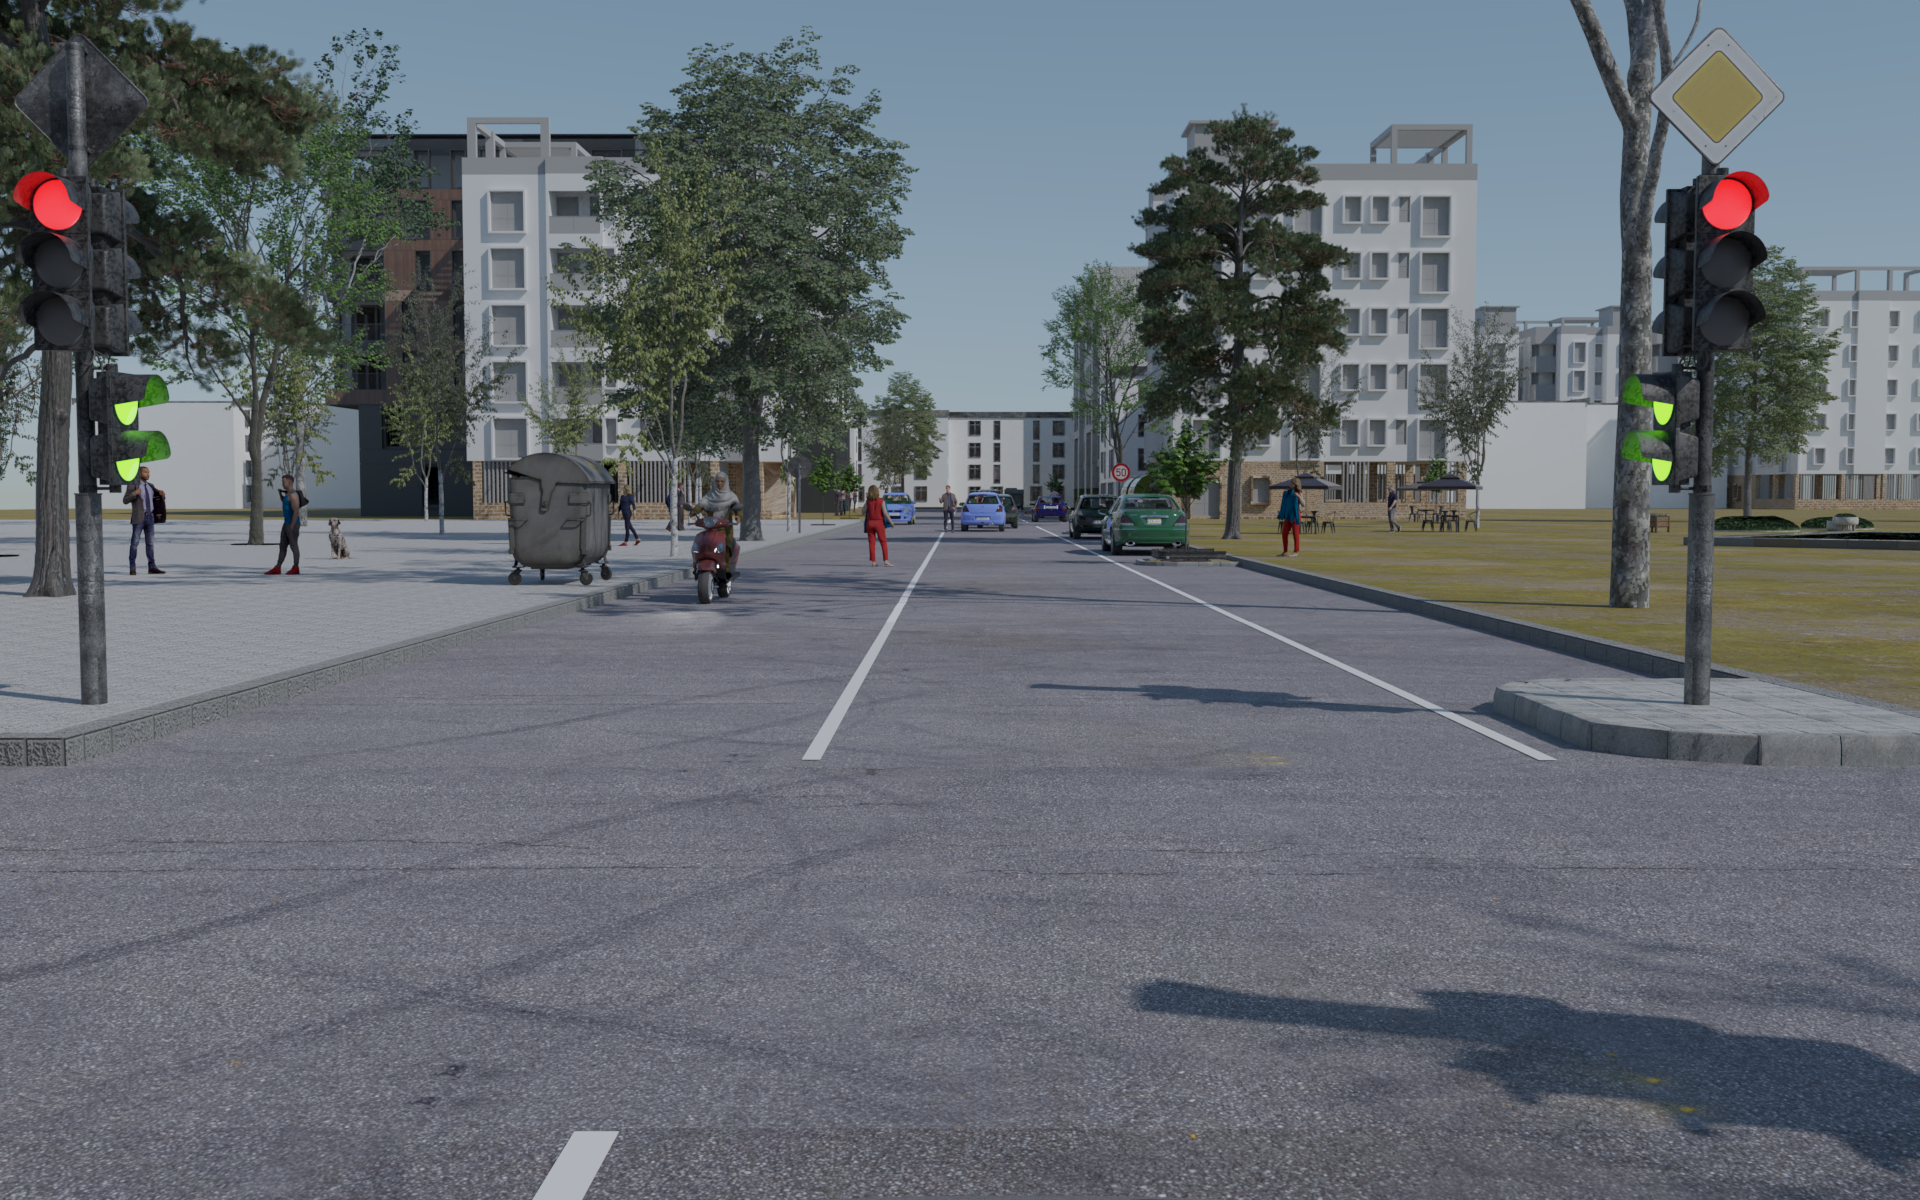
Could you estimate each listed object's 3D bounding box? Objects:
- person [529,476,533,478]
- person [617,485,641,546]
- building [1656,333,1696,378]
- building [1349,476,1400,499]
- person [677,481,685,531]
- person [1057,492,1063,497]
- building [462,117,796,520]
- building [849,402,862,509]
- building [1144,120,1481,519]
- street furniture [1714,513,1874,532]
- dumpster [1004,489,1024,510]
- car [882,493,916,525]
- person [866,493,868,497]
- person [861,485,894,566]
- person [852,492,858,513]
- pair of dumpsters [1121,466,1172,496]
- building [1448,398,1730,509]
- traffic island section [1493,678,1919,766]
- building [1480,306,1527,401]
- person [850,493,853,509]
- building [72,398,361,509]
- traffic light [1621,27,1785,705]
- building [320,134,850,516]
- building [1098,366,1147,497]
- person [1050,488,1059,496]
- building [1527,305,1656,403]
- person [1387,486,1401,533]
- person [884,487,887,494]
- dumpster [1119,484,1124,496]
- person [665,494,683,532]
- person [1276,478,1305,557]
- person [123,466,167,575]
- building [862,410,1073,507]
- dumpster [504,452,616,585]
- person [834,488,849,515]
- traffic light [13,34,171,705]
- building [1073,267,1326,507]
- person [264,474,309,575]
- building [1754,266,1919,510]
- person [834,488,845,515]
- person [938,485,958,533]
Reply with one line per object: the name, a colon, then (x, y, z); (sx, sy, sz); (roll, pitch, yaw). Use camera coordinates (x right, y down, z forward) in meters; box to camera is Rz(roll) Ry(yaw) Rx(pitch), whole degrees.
person: (-10.834, -2.307, 44.204); (0.568, 1.767, 0.683); (0, 4, -1)
person: (-8.200, -2.099, 42.910); (0.480, 1.512, 0.613); (2, 4, 24)
building: (75.114, -19.786, 179.919); (11.380, 20.091, 16.016); (0, 4, 0)
building: (28.963, -19.203, 180.432); (31.486, 18.905, 16.747); (0, 4, 0)
person: (-9.656, -3.268, 60.282); (0.445, 1.727, 0.742); (-2, 4, -25)
person: (6.968, -6.909, 122.240); (0.697, 1.427, 0.421); (2, 4, 24)
building: (-16.746, -14.407, 91.967); (16.016, 20.091, 11.380); (0, 4, 0)
building: (-23.245, -12.965, 154.126); (28.070, 9.664, 9.099); (0, 4, 0)
building: (18.213, -14.504, 93.564); (16.016, 20.091, 11.380); (0, 4, 0)
street furniture: (29.890, -2.882, 62.752); (5.734, 0.657, 10.072); (2, 4, 28)
dumpster: (4.806, -8.921, 154.072); (1.865, 1.857, 1.264); (0, 4, 1)
car: (-3.010, -4.395, 81.449); (1.945, 1.707, 3.694); (0, 4, 1)
person: (-8.368, -9.106, 158.160); (0.421, 1.427, 0.697); (2, 4, 33)
person: (-1.634, -1.473, 34.282); (0.593, 1.614, 0.444); (3, 4, 38)
person: (-7.208, -6.851, 119.521); (0.415, 1.643, 0.593); (-1, 4, -21)
pair of dumpsters: (6.771, -3.657, 62.287); (1.574, 2.255, 4.436); (0, 4, 0)
building: (54.609, -13.030, 155.184); (28.070, 9.664, 9.099); (0, 4, 0)
traffic island section: (4.521, 0.716, 10.579); (2.009, 0.180, 2.903); (0, 4, 0)
building: (50.396, -19.823, 180.523); (11.380, 20.091, 16.016); (0, 4, 0)
person: (-9.216, -8.430, 144.806); (0.756, 1.711, 0.436); (0, 4, 2)
building: (-63.278, -13.050, 155.515); (28.070, 9.664, 9.099); (0, 4, 0)
traffic light: (4.481, -1.298, 10.466); (0.839, 4.213, 0.868); (0, 4, 0)
building: (-22.307, -16.567, 114.851); (27.936, 21.610, 32.646); (0, 4, 0)
building: (14.661, -10.494, 113.730); (9.099, 9.664, 28.070); (0, 4, 0)
person: (6.941, -7.376, 127.582); (0.756, 1.711, 0.436); (0, 4, -2)
building: (62.997, -19.794, 180.045); (11.380, 20.091, 16.016); (0, 4, 0)
person: (14.439, -3.021, 57.648); (0.471, 1.553, 0.569); (1, 4, 21)
person: (-5.942, -8.245, 140.869); (0.705, 1.822, 1.348); (1, 4, 19)
dumpster: (6.861, -3.757, 67.184); (1.264, 1.857, 1.865); (0, 4, 0)
person: (-9.755, -3.080, 59.093); (0.600, 1.496, 0.574); (-1, 4, -9)
person: (6.754, -1.689, 35.367); (0.444, 1.614, 0.593); (-1, 4, -11)
person: (-12.937, -1.264, 27.524); (0.431, 1.722, 0.655); (2, 4, 32)
building: (-1.178, -14.386, 177.364); (28.070, 9.664, 9.099); (0, 4, 0)
dumpster: (-5.761, -1.174, 24.960); (1.264, 1.857, 1.865); (0, 3, 0)
person: (-7.237, -6.094, 106.388); (0.721, 1.736, 1.217); (3, 5, 44)
traffic light: (-5.280, -1.299, 10.481); (0.839, 4.213, 0.868); (0, 4, 0)
building: (18.725, -16.930, 143.265); (16.747, 18.905, 31.486); (0, 4, 0)
person: (-10.734, -1.205, 27.607); (0.647, 1.594, 0.662); (3, 5, 42)
building: (74.645, -17.996, 150.661); (11.380, 20.091, 16.016); (0, 4, 0)
person: (-7.203, -5.948, 104.091); (0.445, 1.727, 0.742); (3, 5, 39)
person: (-0.457, -3.376, 64.229); (0.617, 1.759, 0.750); (1, 4, 13)
